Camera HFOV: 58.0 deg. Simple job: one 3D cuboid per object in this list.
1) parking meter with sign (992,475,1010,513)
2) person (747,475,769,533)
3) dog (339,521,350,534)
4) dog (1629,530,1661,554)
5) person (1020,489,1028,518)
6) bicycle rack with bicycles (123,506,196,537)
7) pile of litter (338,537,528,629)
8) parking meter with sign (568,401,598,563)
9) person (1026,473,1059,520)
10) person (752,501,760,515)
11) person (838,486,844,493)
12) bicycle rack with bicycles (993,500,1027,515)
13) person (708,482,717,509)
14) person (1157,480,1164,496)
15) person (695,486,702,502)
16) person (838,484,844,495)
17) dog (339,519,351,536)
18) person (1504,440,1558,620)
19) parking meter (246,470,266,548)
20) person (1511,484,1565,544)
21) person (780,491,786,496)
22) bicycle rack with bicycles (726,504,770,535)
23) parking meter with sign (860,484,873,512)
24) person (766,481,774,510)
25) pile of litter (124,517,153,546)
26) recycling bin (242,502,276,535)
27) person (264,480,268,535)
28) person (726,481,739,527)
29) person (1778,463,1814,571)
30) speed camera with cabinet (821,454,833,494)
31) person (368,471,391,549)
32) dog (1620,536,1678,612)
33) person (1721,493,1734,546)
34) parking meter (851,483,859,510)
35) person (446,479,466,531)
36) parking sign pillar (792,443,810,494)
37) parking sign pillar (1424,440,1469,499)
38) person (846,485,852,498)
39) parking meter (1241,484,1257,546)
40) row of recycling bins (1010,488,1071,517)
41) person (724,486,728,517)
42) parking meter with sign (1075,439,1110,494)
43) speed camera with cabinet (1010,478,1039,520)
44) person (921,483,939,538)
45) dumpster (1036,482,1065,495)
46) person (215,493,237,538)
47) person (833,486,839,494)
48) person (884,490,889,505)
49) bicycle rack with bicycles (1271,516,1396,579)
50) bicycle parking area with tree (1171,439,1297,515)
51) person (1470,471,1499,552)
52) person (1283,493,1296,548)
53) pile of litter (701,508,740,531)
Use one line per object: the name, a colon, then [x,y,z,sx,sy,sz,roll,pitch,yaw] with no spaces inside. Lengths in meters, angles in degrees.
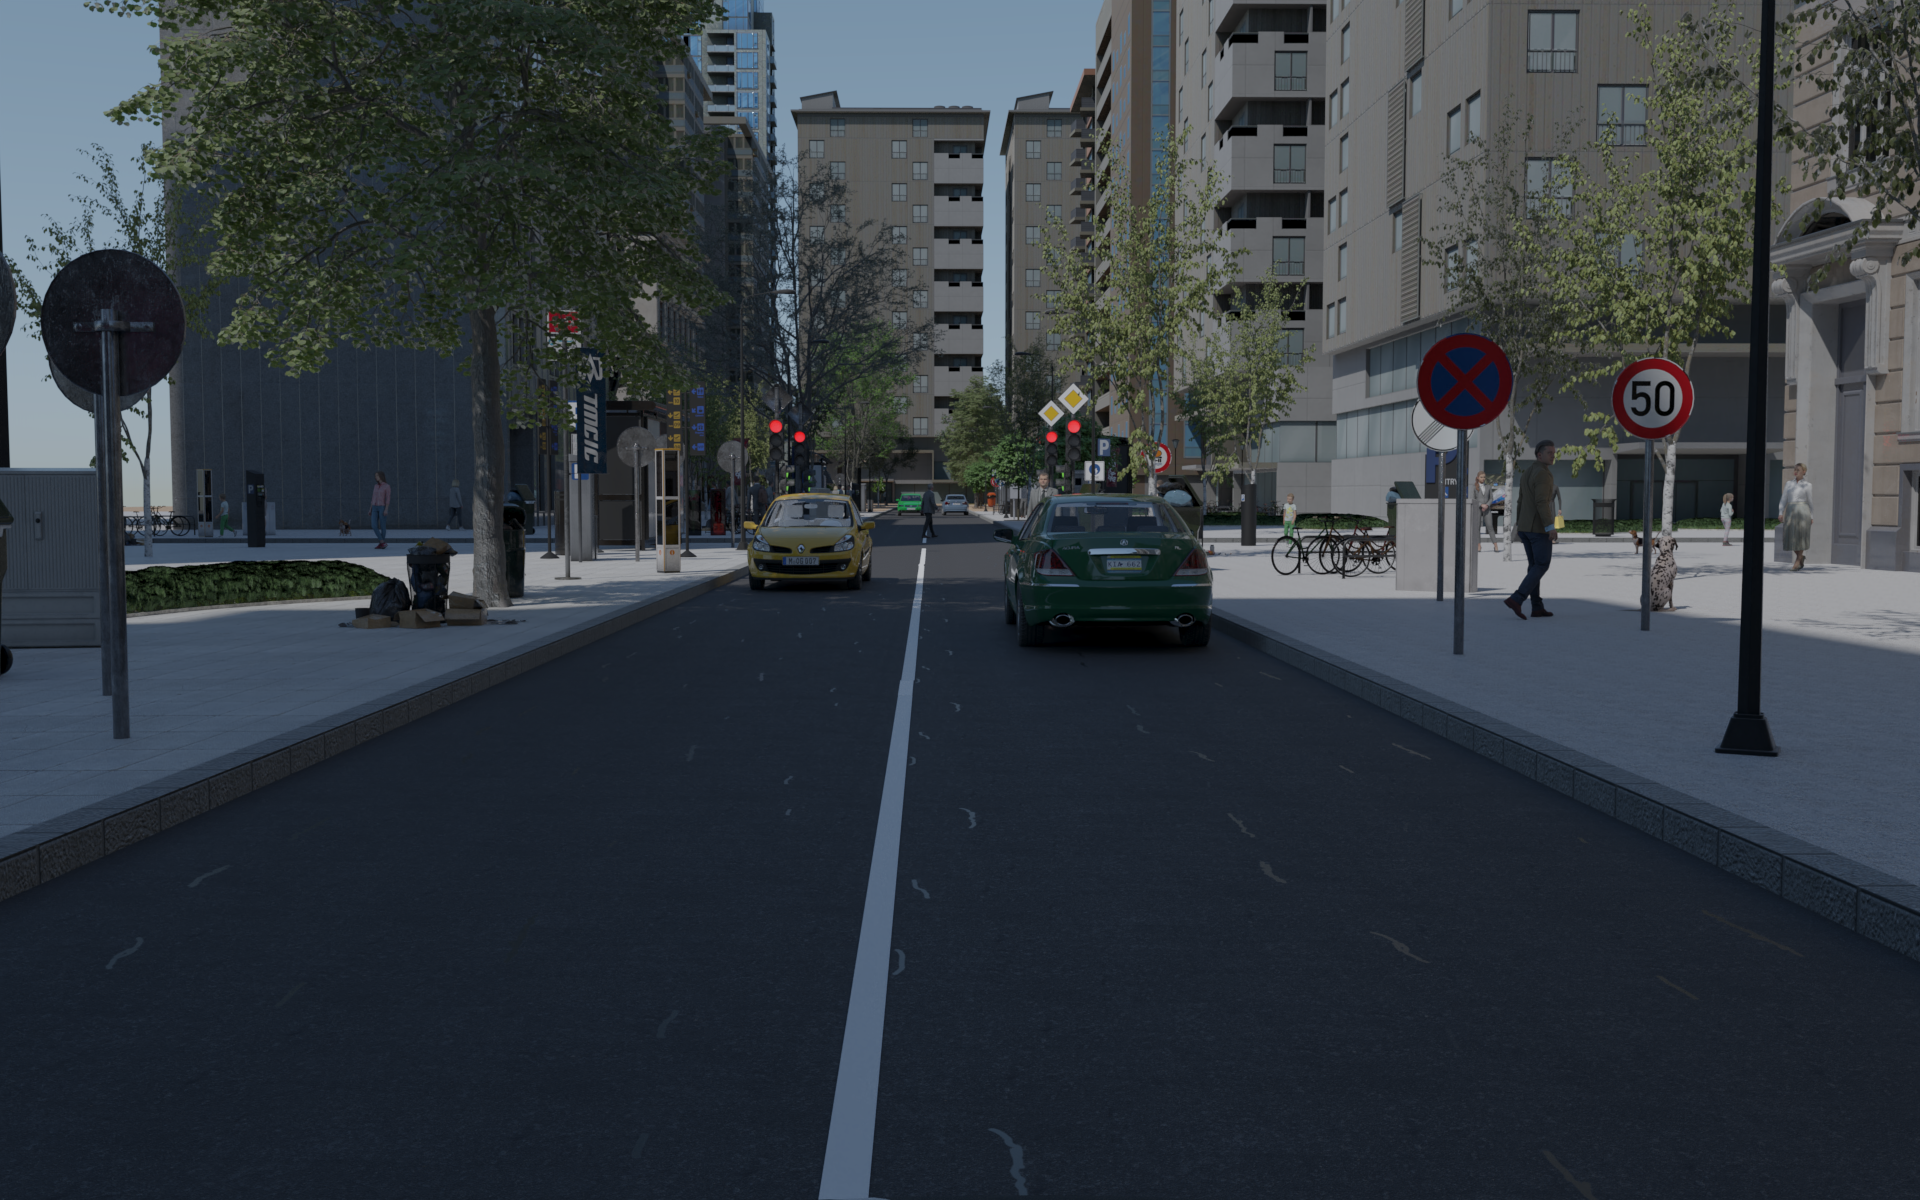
parking meter with sign: [3.005,-7.257,114.919,1.738,3.016,0.543,-2,4,-29]
person: [-5.971,-2.767,51.253,0.622,1.834,0.822,-1,4,-16]
dog: [-19.769,-2.309,55.486,0.550,0.427,0.748,1,4,23]
dog: [14.631,-1.235,37.029,0.540,0.507,0.406,0,4,-3]
person: [3.420,-5.225,91.437,0.622,1.834,0.822,0,4,7]
bicycle rack with bicycles: [-24.801,-2.432,53.140,2.925,0.926,2.852,1,4,16]
pile of litter: [-5.152,-0.185,16.982,1.719,0.858,1.176,0,4,-5]
parking meter with sign: [-7.226,-2.259,33.200,0.543,3.016,1.738,0,4,-8]
person: [1.461,-1.371,31.022,0.694,1.812,0.767,1,4,12]
person: [-10.857,-5.354,93.708,0.709,1.813,0.853,-2,4,-35]
person: [-7.133,-6.094,106.160,0.782,1.767,0.515,0,4,-2]
bicycle rack with bicycles: [3.479,-5.646,105.699,2.852,0.926,2.925,3,5,40]
person: [-10.537,-4.183,74.536,0.616,1.811,0.778,-3,5,-44]
person: [5.582,-2.399,47.744,0.654,1.822,0.581,0,4,3]
person: [-15.121,-5.686,99.425,0.534,1.772,0.576,1,4,20]
person: [-6.208,-5.153,90.566,0.850,1.792,0.678,0,4,-3]
dog: [-18.793,-2.209,52.943,0.406,0.507,0.540,-2,4,-28]
person: [5.934,-0.727,17.836,0.836,1.842,0.656,-3,4,-36]
parking meter: [-16.940,-2.200,41.675,0.399,1.863,0.255,2,4,28]
person: [14.849,-2.337,44.471,0.699,1.804,1.509,-1,4,-19]
person: [-14.589,-8.324,142.225,0.705,1.814,1.350,3,4,37]
bicycle rack with bicycles: [-6.591,-2.565,55.325,2.925,0.926,2.852,-3,5,-41]
parking meter with sign: [-7.142,-7.885,125.178,1.738,3.016,0.543,1,4,13]
person: [-7.594,-3.854,69.162,0.391,1.810,0.635,-1,4,-14]
pile of litter: [-20.932,-1.809,43.546,1.176,0.858,1.719,-2,4,-25]
recycling bin: [-21.817,-2.529,53.896,0.722,1.027,0.722,1,4,11]
person: [-21.400,-2.853,53.028,0.374,1.781,0.599,-1,4,-11]
person: [-8.749,-3.646,65.934,0.850,1.792,0.678,2,4,32]
person: [14.010,-1.387,28.942,0.641,1.798,0.478,-3,4,-37]
speed camera with cabinet: [-6.922,-5.663,86.932,0.660,3.252,2.038,1,4,10]
person: [-13.533,-2.097,40.345,0.555,1.821,0.388,1,4,12]
dog: [7.578,-0.286,19.054,0.800,0.831,0.513,0,4,-6]
person: [18.936,-1.981,42.717,0.394,1.301,0.425,-1,4,-20]
parking meter: [-5.418,-5.139,89.740,0.255,1.863,0.399,-3,5,-40]
person: [-17.643,-3.314,60.408,0.709,1.800,0.728,3,5,42]
parking sign pillar: [-6.408,-4.976,69.837,1.447,3.967,1.447,-1,4,-18]
parking sign pillar: [15.305,-4.036,54.468,1.447,3.967,1.447,3,5,44]
person: [-6.247,-5.540,96.806,0.511,1.800,0.466,1,4,12]
parking meter: [7.143,-2.105,42.832,0.372,1.533,0.369,0,3,0]
row of recycling bins: [4.557,-5.454,96.280,3.534,1.692,1.069,0,4,-7]
person: [-12.078,-5.036,89.381,0.522,1.701,0.512,-2,4,-34]
parking meter with sign: [3.979,-3.610,55.281,0.543,3.016,1.738,-3,5,-40]
speed camera with cabinet: [3.515,-5.658,86.843,2.038,3.252,0.660,2,4,35]
person: [-0.939,-2.908,56.445,0.834,1.777,0.661,-3,5,-43]
dumpster: [3.762,-4.018,71.447,1.264,1.857,1.865,0,4,-1]
person: [-21.644,-2.494,51.065,0.590,1.304,0.306,-2,4,-25]
person: [-7.890,-6.293,109.115,0.709,1.800,0.728,1,4,20]
person: [-8.669,-12.037,203.642,0.721,1.735,1.217,2,4,27]
bicycle rack with bicycles: [6.319,-0.852,27.313,2.925,0.926,2.852,-1,4,-10]
bicycle parking area with tree: [13.358,-6.433,92.186,8.231,4.147,9.016,-2,4,-26]
person: [11.549,-1.945,38.116,0.520,1.790,0.573,-1,4,-16]
person: [7.914,-1.913,41.568,0.306,1.304,0.590,1,4,10]
pile of litter: [-8.269,-2.842,60.431,1.719,0.858,1.176,0,4,7]
